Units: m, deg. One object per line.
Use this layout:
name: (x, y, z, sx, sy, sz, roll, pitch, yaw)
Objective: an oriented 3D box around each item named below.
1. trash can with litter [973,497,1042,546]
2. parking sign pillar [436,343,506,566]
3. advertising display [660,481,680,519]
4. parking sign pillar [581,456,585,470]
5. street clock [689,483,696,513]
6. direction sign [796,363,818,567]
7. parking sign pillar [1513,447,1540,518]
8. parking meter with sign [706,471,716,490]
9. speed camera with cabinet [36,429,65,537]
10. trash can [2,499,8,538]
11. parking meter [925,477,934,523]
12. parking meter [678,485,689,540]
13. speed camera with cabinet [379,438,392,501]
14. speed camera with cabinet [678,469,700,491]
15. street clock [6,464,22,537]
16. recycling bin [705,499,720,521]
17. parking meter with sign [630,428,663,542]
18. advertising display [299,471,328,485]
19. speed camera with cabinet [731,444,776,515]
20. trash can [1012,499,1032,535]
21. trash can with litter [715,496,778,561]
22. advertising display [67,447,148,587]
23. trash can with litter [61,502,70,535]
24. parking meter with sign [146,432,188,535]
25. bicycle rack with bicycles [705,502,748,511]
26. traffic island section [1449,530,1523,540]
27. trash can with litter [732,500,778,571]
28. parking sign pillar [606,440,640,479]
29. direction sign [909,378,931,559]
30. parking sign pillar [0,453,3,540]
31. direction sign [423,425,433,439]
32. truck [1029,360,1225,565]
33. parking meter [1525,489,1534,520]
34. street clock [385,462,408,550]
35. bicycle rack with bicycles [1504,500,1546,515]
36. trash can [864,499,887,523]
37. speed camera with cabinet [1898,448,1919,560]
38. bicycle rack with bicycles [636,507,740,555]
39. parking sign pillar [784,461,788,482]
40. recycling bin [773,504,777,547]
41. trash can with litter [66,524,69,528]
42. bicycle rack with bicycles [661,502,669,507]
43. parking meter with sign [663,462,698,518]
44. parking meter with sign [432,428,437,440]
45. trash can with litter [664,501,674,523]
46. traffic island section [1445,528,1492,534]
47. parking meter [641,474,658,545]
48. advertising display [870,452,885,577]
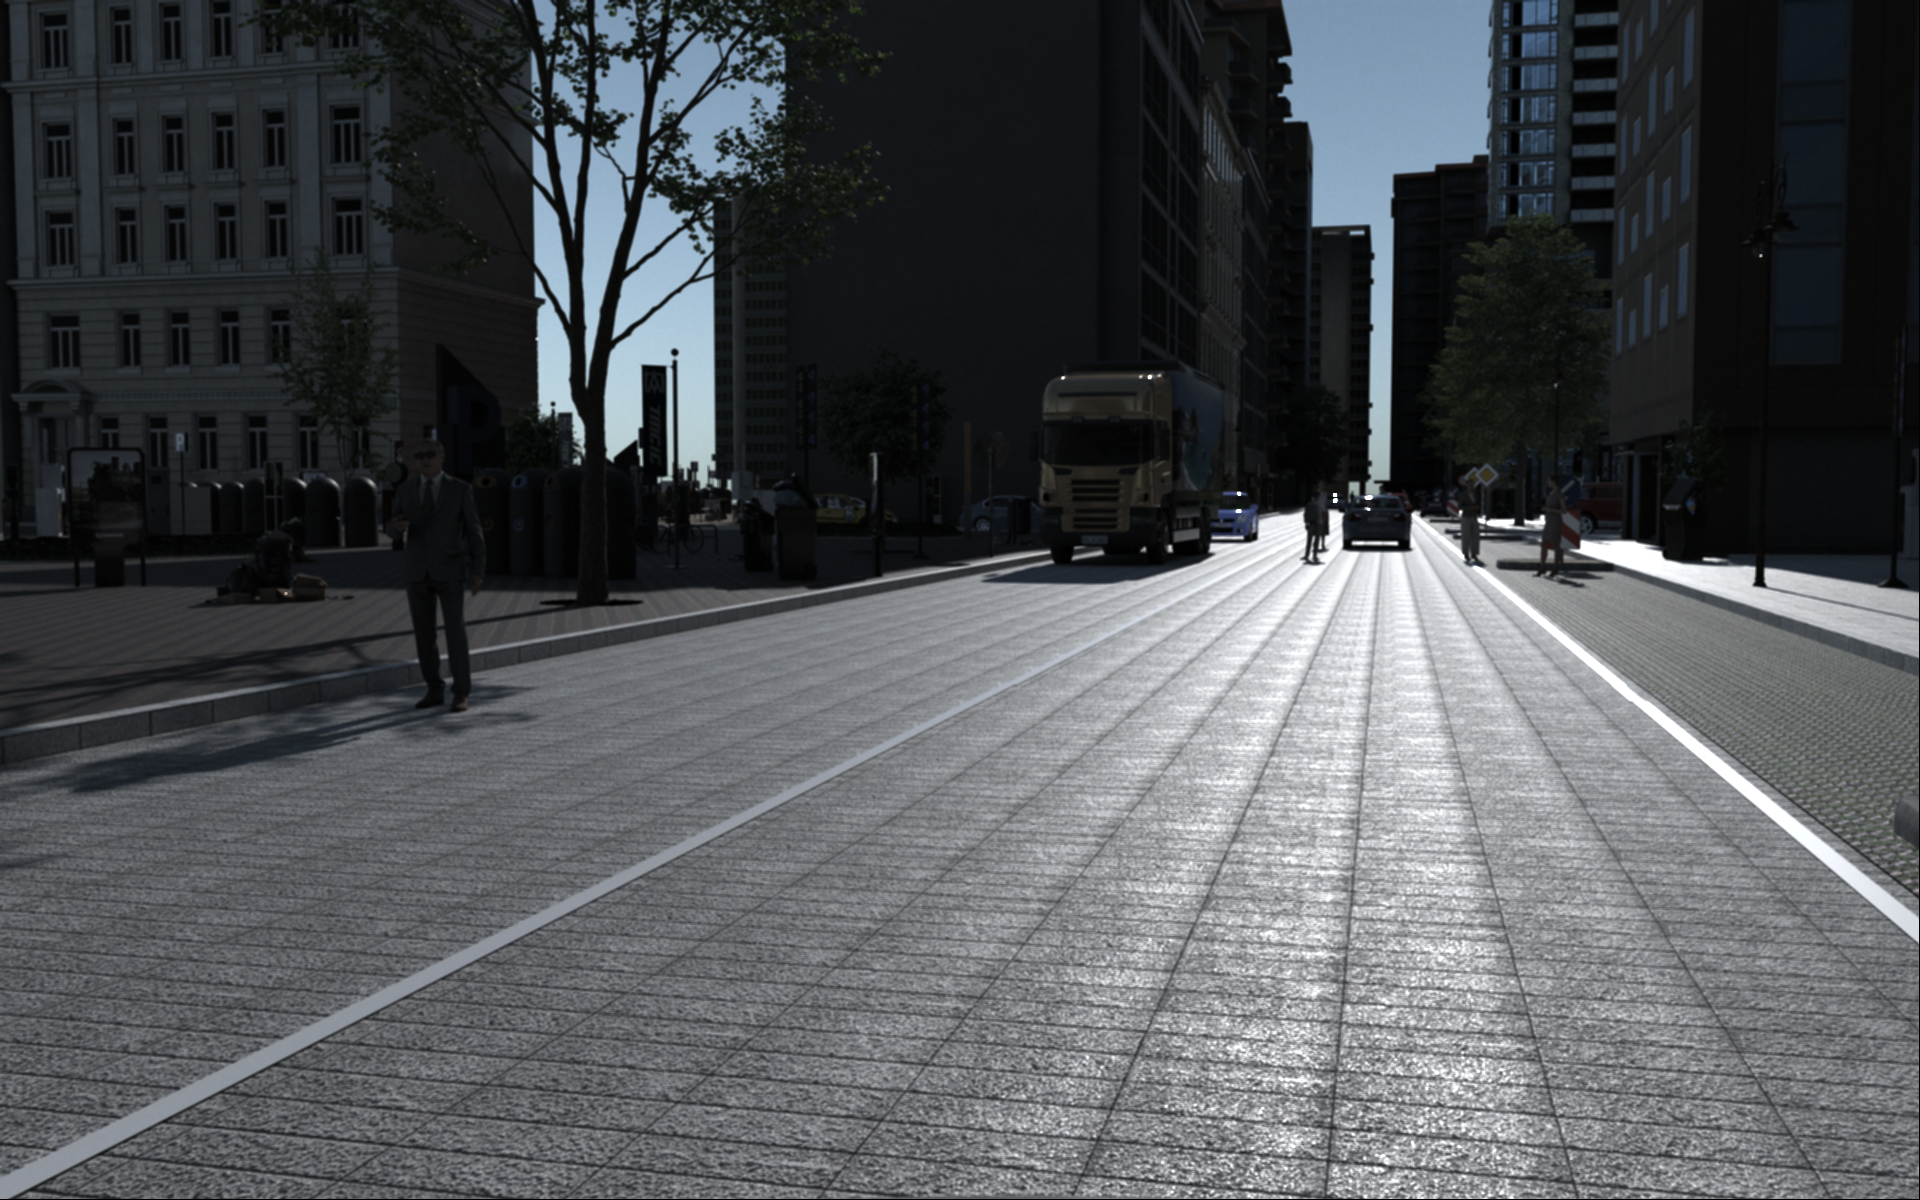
trash can with litter: (1.324, -2.013, 43.963, 1.678, 1.210, 2.233, -1, 4, -12)
parking sign pillar: (-8.889, -2.635, 31.554, 1.447, 3.967, 1.447, 2, 4, 29)
advertising display: (-14.342, -4.930, 85.814, 0.974, 1.923, 0.123, 0, 4, -2)
parking sign pillar: (-26.033, -8.042, 119.953, 1.447, 3.967, 1.447, -3, 4, -36)
street clock: (-16.808, -6.381, 108.901, 0.358, 2.002, 0.471, -2, 4, -33)
direction sign: (-2.700, -2.352, 30.451, 0.379, 3.537, 0.876, -2, 4, -28)
parking sign pillar: (29.939, -6.301, 91.500, 1.447, 3.967, 1.447, 1, 4, 17)
parking meter with sign: (-18.624, -8.115, 128.947, 0.543, 3.016, 1.738, -1, 4, -23)
speed camera with cabinet: (-27.218, -3.517, 51.847, 0.660, 3.252, 2.038, -1, 4, -21)
trash can: (-27.121, -2.258, 48.578, 0.748, 1.137, 0.748, 0, 3, 0)
parking meter: (-1.019, -3.189, 57.850, 0.255, 1.863, 0.399, 0, 4, -6)
parking meter: (-7.784, -2.451, 48.482, 0.372, 1.533, 0.369, 0, 3, 0)
speed camera with cabinet: (-19.437, -4.089, 61.190, 2.038, 3.252, 0.660, -2, 4, -29)
speed camera with cabinet: (-18.508, -7.514, 117.181, 2.038, 3.252, 0.660, 3, 4, 37)
street clock: (-23.098, -2.307, 42.296, 0.358, 2.002, 0.471, -1, 4, -22)
recycling bin: (-12.062, -4.395, 84.405, 0.722, 1.027, 0.722, -1, 4, -10)
parking meter with sign: (-8.513, -3.065, 46.366, 0.543, 3.016, 1.738, -2, 4, -25)
advertising display: (-17.919, -2.620, 48.055, 0.123, 1.923, 0.974, 1, 4, 22)
speed camera with cabinet: (-8.138, -4.583, 69.262, 2.038, 3.252, 0.660, -3, 5, -40)
trash can: (1.942, -2.639, 54.803, 0.748, 1.137, 0.748, 0, 3, 0)
trash can with litter: (-3.941, -1.380, 33.626, 1.678, 1.210, 2.233, -1, 4, -17)
advertising display: (-11.797, -1.148, 23.989, 0.974, 1.923, 0.123, -1, 4, -13)
trash can with litter: (-28.066, -2.619, 54.202, 0.624, 1.170, 1.055, 2, 4, 27)
parking meter with sign: (-22.522, -3.189, 48.408, 0.543, 3.016, 1.738, 3, 4, 37)
bicycle rack with bicycles: (-10.513, -4.010, 78.937, 2.852, 0.926, 2.925, 1, 4, 11)
traffic island section: (16.743, -2.007, 55.092, 2.009, 0.180, 2.903, 1, 4, 14)
trash can with litter: (-3.183, -1.082, 29.073, 1.055, 1.170, 0.624, -2, 4, -27)
parking sign pillar: (-16.575, -5.984, 86.315, 1.447, 3.967, 1.447, 1, 4, 20)
direction sign: (-0.789, -2.582, 34.220, 0.379, 3.537, 0.876, -2, 4, -28)
parking sign pillar: (-20.383, -2.903, 35.944, 1.447, 3.967, 1.447, -1, 4, -8)
direction sign: (-17.322, -3.995, 57.323, 0.379, 3.537, 0.876, 3, 5, 44)
truck: (3.990, -3.050, 38.779, 2.839, 4.237, 11.283, 1, 4, 16)
parking meter: (27.799, -4.654, 84.504, 0.372, 1.533, 0.369, 0, 3, 0)
street clock: (-12.867, -2.143, 39.606, 0.471, 2.002, 0.358, 1, 4, 19)
bicycle rack with bicycles: (34.030, -5.519, 103.612, 2.925, 0.926, 2.852, -1, 4, -11)
trash can: (-2.607, -2.545, 53.257, 0.748, 1.137, 0.748, 0, 3, 0)
speed camera with cabinet: (18.667, -2.398, 33.540, 0.660, 3.252, 2.038, 1, 4, 21)
bicycle rack with bicycles: (-6.739, -1.485, 37.655, 2.852, 0.926, 2.925, 2, 4, 28)
parking sign pillar: (-9.314, -6.688, 97.824, 1.447, 3.967, 1.447, -3, 5, -44)
recycling bin: (-4.131, -1.819, 42.300, 0.722, 1.027, 0.722, 1, 4, 10)
trash can with litter: (-33.285, -3.357, 65.947, 2.233, 1.210, 1.678, -2, 4, -24)
bicycle rack with bicycles: (-14.345, -4.190, 81.895, 2.925, 0.926, 2.852, 0, 4, -1)
parking meter with sign: (-14.983, -5.940, 93.373, 1.738, 3.016, 0.543, 2, 4, 27)
parking meter with sign: (-13.093, -3.050, 46.122, 1.738, 3.016, 0.543, -2, 4, -30)
trash can with litter: (-12.663, -3.993, 76.670, 1.055, 1.170, 0.624, 2, 4, 31)
traffic island section: (18.658, -2.481, 62.845, 2.009, 0.180, 2.903, 1, 4, 14)
parking meter: (-7.827, -2.323, 43.691, 0.255, 1.863, 0.399, 2, 4, 24)
advertising display: (-1.300, -1.345, 27.204, 0.123, 1.923, 0.974, -1, 4, -10)
